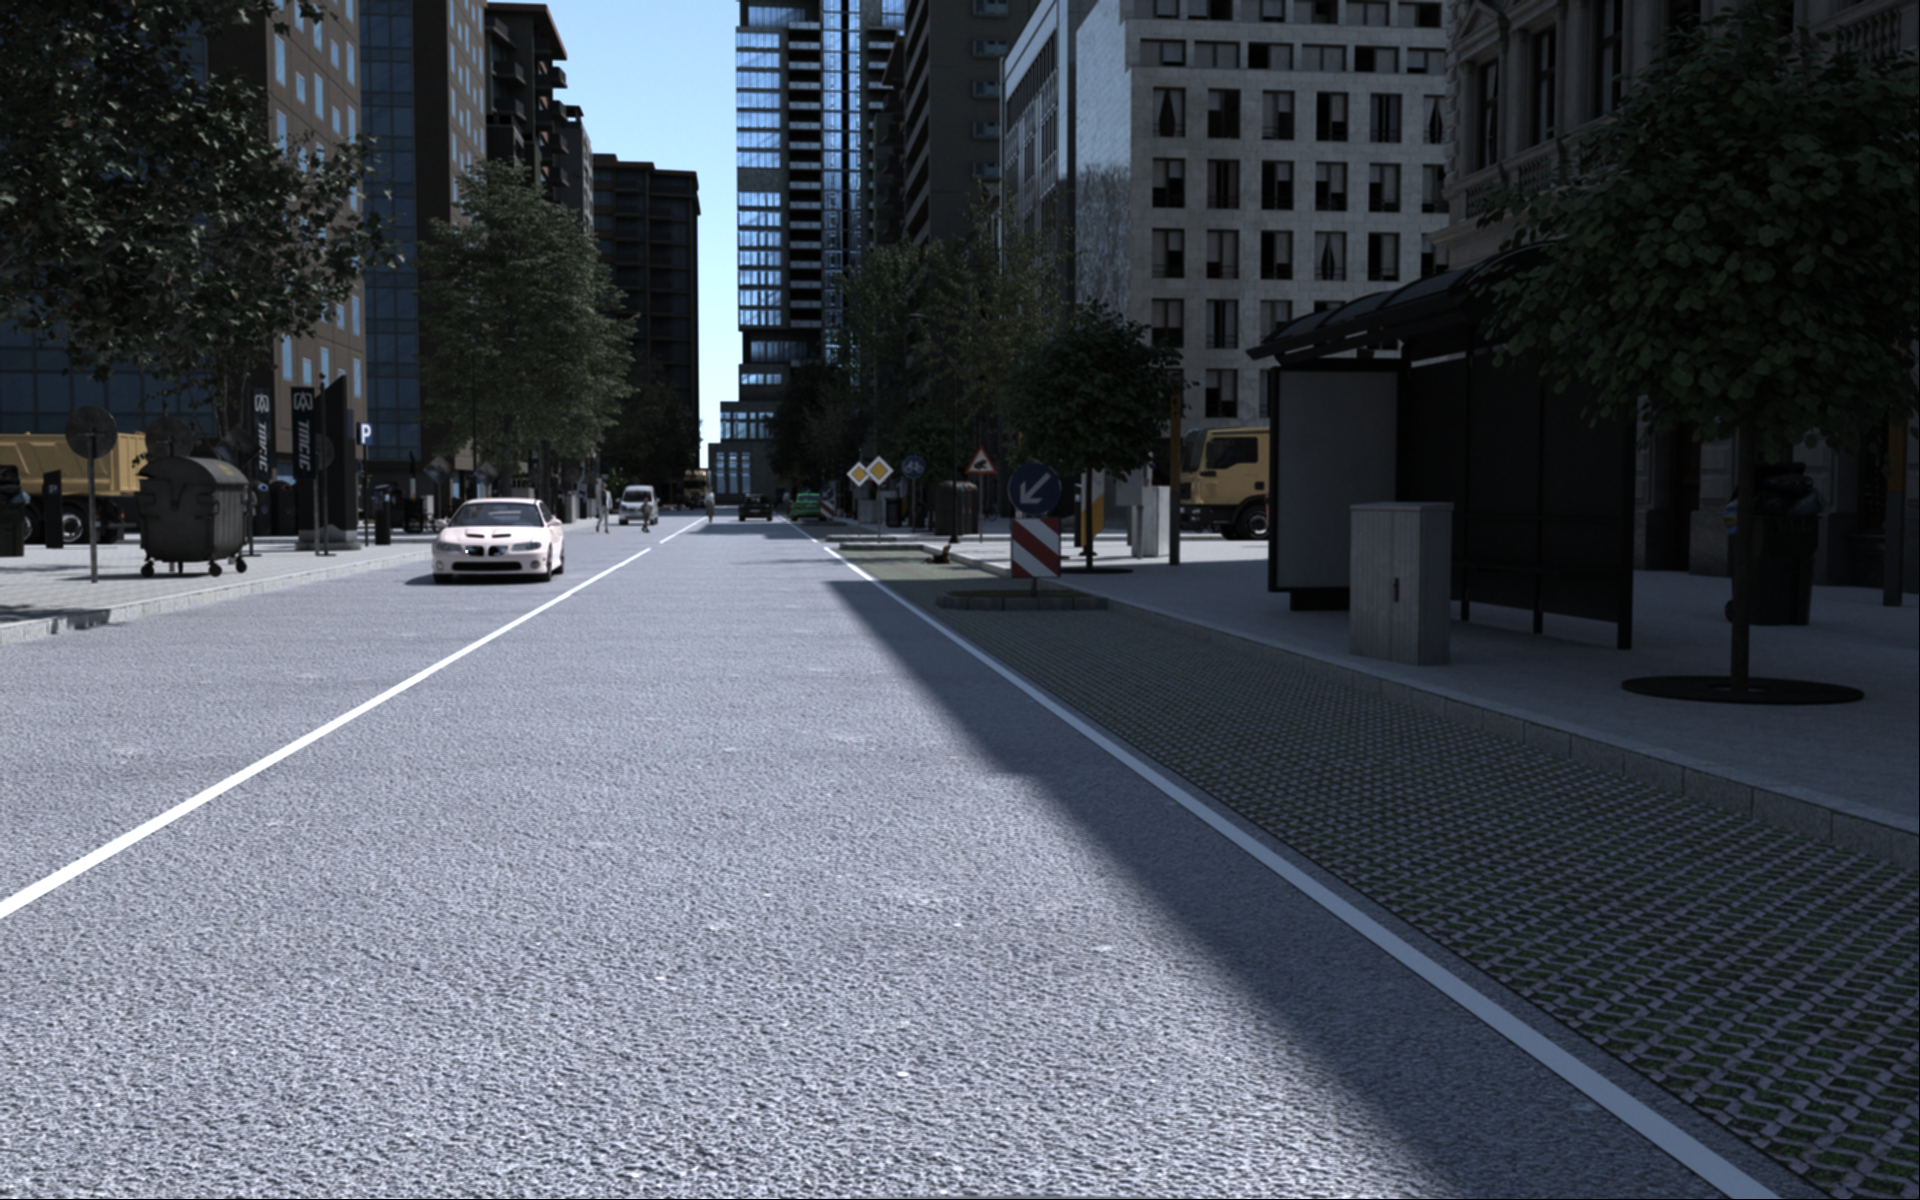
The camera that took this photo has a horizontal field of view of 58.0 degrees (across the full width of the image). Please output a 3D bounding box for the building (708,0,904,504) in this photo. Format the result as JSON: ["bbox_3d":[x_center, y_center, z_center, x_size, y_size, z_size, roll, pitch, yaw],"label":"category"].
[{"bbox_3d":[-17.625,-55.997,228.214,31.000,86.520,22.319,0,4,-7],"label":"building"}]

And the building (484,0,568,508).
[{"bbox_3d":[-46.381,-30.458,152.605,22.147,44.769,28.867,0,4,-7],"label":"building"}]

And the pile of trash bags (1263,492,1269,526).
[{"bbox_3d":[8.939,-2.058,43.409,3.447,1.369,1.912,-3,4,-36],"label":"pile of trash bags"}]

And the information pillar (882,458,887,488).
[{"bbox_3d":[-4.704,-7.079,107.092,0.183,3.616,0.504,-3,5,-39],"label":"information pillar"}]

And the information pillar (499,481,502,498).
[{"bbox_3d":[-24.885,-5.479,94.074,0.304,2.012,0.304,-1,4,-18],"label":"information pillar"}]

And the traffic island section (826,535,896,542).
[{"bbox_3d":[-3.048,-1.868,52.822,2.009,0.180,2.903,0,4,-7],"label":"traffic island section"}]

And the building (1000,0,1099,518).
[{"bbox_3d":[9.347,-16.324,84.923,12.078,24.808,19.932,0,4,-7],"label":"building"}]

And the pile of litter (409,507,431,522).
[{"bbox_3d":[-24.937,-3.989,79.186,1.719,0.858,1.176,0,4,-2],"label":"pile of litter"}]

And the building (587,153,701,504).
[{"bbox_3d":[-48.320,-34.898,225.206,28.867,44.769,22.147,0,4,-7],"label":"building"}]

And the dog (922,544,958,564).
[{"bbox_3d":[-0.435,-0.936,35.491,0.748,0.427,0.550,3,5,43],"label":"dog"}]

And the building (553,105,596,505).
[{"bbox_3d":[-46.178,-30.594,183.813,14.086,41.232,14.154,0,4,-7],"label":"building"}]

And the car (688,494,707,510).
[{"bbox_3d":[-23.813,-9.082,158.278,2.009,1.686,4.222,0,4,-7],"label":"car"}]

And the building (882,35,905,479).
[{"bbox_3d":[3.975,-31.322,166.745,22.147,44.769,28.867,0,4,-7],"label":"building"}]

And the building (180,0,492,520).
[{"bbox_3d":[-36.331,-27.707,103.120,14.600,45.320,14.200,0,4,-7],"label":"building"}]

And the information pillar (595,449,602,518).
[{"bbox_3d":[-18.976,-6.092,90.958,0.183,3.616,0.504,-3,5,-44],"label":"information pillar"}]

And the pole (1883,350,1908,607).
[{"bbox_3d":[10.673,-1.583,19.723,0.158,3.312,0.155,0,3,0],"label":"pole"}]

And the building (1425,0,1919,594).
[{"bbox_3d":[16.265,-12.184,28.095,11.050,23.489,19.941,0,4,-7],"label":"building"}]

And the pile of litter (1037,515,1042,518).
[{"bbox_3d":[2.960,-3.453,70.420,1.176,0.858,1.719,-1,4,-19],"label":"pile of litter"}]

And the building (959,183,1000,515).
[{"bbox_3d":[7.339,-17.925,112.162,14.460,24.649,34.723,0,4,-7],"label":"building"}]

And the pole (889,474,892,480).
[{"bbox_3d":[-3.697,-5.977,91.571,0.158,3.312,0.155,0,3,0],"label":"pole"}]

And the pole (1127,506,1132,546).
[{"bbox_3d":[4.265,-3.003,42.947,0.158,3.312,0.155,0,3,0],"label":"pole"}]

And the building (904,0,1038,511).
[{"bbox_3d":[7.044,-31.652,141.211,21.300,48.544,21.600,0,4,-7],"label":"building"}]

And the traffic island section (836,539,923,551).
[{"bbox_3d":[-2.076,-1.383,44.896,2.009,0.180,2.903,0,4,-7],"label":"traffic island section"}]

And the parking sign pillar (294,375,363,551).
[{"bbox_3d":[-14.485,-3.126,39.585,1.447,3.967,1.447,1,4,18],"label":"parking sign pillar"}]

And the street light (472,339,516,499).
[{"bbox_3d":[-13.974,-4.850,51.835,1.470,5.913,1.316,0,4,-7],"label":"street light"}]

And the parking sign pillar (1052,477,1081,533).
[{"bbox_3d":[3.755,-4.268,58.254,1.447,3.967,1.447,2,4,34],"label":"parking sign pillar"}]

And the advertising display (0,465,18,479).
[{"bbox_3d":[-21.401,-2.029,38.388,0.974,1.923,0.123,-1,4,-22],"label":"advertising display"}]

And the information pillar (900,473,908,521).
[{"bbox_3d":[-2.649,-5.501,81.294,0.183,3.616,0.504,3,4,36],"label":"information pillar"}]

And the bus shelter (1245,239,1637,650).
[{"bbox_3d":[4.484,-1.384,16.546,2.014,3.302,5.546,0,4,-7],"label":"bus shelter"}]

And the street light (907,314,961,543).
[{"bbox_3d":[-0.681,-4.428,44.940,1.470,5.913,1.316,0,4,-7],"label":"street light"}]

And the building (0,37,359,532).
[{"bbox_3d":[-30.605,-25.250,62.953,14.600,45.320,14.200,0,4,-7],"label":"building"}]

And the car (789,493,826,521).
[{"bbox_3d":[-8.032,-5.076,91.792,1.959,1.807,4.718,0,4,-8],"label":"car"}]

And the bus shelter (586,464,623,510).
[{"bbox_3d":[-24.177,-7.583,117.901,2.014,3.302,5.546,0,4,-7],"label":"bus shelter"}]

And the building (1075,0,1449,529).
[{"bbox_3d":[13.779,-13.034,67.865,16.860,20.320,10.420,0,4,-7],"label":"building"}]

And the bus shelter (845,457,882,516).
[{"bbox_3d":[-5.404,-6.397,98.516,2.014,3.302,5.546,0,4,-7],"label":"bus shelter"}]

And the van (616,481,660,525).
[{"bbox_3d":[-15.042,-4.529,81.059,2.013,2.044,4.112,0,4,-7],"label":"van"}]

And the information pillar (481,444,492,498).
[{"bbox_3d":[-21.490,-5.331,78.515,0.504,3.616,0.183,-3,5,-41],"label":"information pillar"}]

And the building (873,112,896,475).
[{"bbox_3d":[-2.589,-30.951,189.641,14.154,41.232,14.086,0,4,-7],"label":"building"}]

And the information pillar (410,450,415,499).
[{"bbox_3d":[-28.951,-6.130,91.586,0.183,3.616,0.504,-3,4,-38],"label":"information pillar"}]

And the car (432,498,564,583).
[{"bbox_3d":[-7.838,-1.057,29.651,2.083,1.381,4.827,-1,4,-9],"label":"car"}]

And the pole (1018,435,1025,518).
[{"bbox_3d":[1.578,-3.077,44.159,0.158,3.312,0.155,0,3,0],"label":"pole"}]

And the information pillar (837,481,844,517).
[{"bbox_3d":[-6.690,-5.651,96.879,0.304,2.012,0.304,-3,4,-37],"label":"information pillar"}]

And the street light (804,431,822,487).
[{"bbox_3d":[-10.711,-9.439,126.871,1.470,5.913,1.316,0,4,-7],"label":"street light"}]

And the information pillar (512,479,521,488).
[{"bbox_3d":[-21.355,-4.833,83.515,0.304,2.012,0.304,3,4,37],"label":"information pillar"}]

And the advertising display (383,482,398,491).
[{"bbox_3d":[-29.965,-5.258,91.182,0.974,1.923,0.123,2,4,32],"label":"advertising display"}]

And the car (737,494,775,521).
[{"bbox_3d":[-10.843,-5.030,92.026,2.009,1.686,4.222,0,4,-5],"label":"car"}]

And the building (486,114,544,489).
[{"bbox_3d":[-39.521,-22.000,131.406,14.160,30.474,14.107,0,4,-7],"label":"building"}]

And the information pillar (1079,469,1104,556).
[{"bbox_3d":[2.751,-2.733,36.044,0.504,3.616,0.183,-1,4,-15],"label":"information pillar"}]

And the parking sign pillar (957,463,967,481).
[{"bbox_3d":[-0.268,-6.280,91.143,1.447,3.967,1.447,2,4,30],"label":"parking sign pillar"}]

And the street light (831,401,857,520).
[{"bbox_3d":[-5.714,-6.943,86.067,1.470,5.913,1.316,0,4,-7],"label":"street light"}]

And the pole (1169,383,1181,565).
[{"bbox_3d":[3.873,-2.283,31.169,0.158,3.312,0.155,0,3,0],"label":"pole"}]

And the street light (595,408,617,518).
[{"bbox_3d":[-18.927,-7.373,93.092,1.470,5.913,1.316,0,4,-7],"label":"street light"}]

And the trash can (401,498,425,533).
[{"bbox_3d":[-17.898,-2.757,56.723,0.748,1.137,0.748,0,3,0],"label":"trash can"}]

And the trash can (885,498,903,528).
[{"bbox_3d":[-2.532,-3.348,66.396,0.748,1.137,0.748,0,3,0],"label":"trash can"}]
